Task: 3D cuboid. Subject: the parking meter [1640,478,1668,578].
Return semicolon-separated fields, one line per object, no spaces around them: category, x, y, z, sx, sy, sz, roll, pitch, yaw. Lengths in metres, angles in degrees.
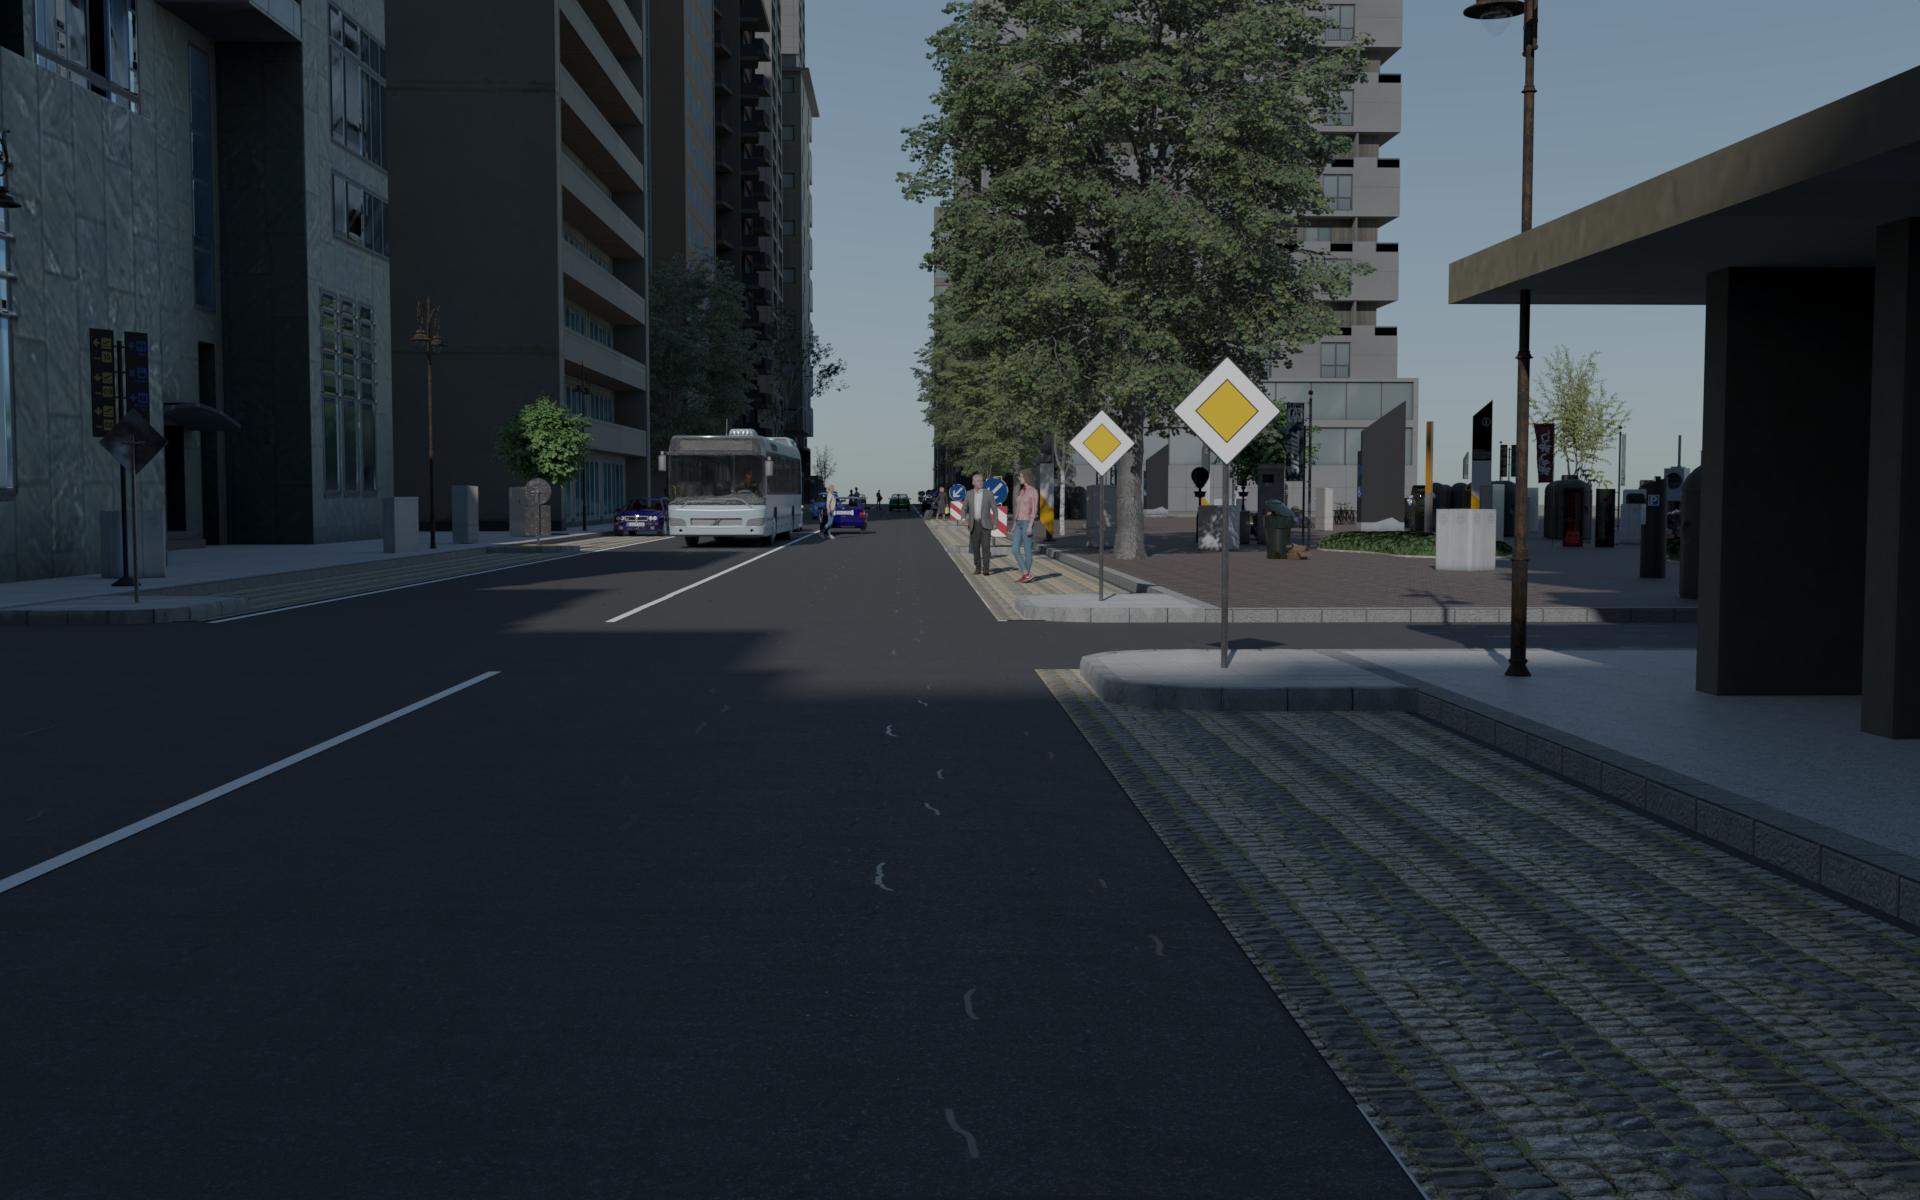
parking meter;10.640;-1.110;26.560;0.372;1.533;0.369;0;3;0

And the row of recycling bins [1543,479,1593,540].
row of recycling bins;17.386;-2.605;49.700;1.069;1.692;3.534;1;4;10

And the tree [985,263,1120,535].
tree;3.431;-6.341;54.038;4.360;8.622;3.978;0;3;0

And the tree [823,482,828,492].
tree;-20.022;-15.706;251.399;1.663;3.219;1.824;0;3;0

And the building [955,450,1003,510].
building;10.120;-43.283;145.922;20.563;71.187;20.611;0;4;-2

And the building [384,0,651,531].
building;-24.685;-27.189;68.237;21.300;48.544;21.600;0;4;-2

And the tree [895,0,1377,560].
tree;3.399;-7.787;33.976;9.857;13.997;8.962;0;3;0

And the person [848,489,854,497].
person;-7.089;-6.281;111.877;0.721;1.739;1.217;3;5;40

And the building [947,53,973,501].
building;6.276;-29.421;164.635;14.154;41.232;14.086;0;4;-2

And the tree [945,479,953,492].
tree;-0.628;-11.410;181.158;1.663;3.219;1.824;0;3;0

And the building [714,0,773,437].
building;-27.221;-29.910;143.655;22.147;44.769;28.867;0;4;-2

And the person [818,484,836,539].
person;-4.265;-2.844;55.679;0.598;1.740;0.731;-1;4;-18

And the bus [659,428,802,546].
bus;-6.464;-3.436;51.041;2.948;3.499;13.247;0;4;-1

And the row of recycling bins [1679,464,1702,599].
row of recycling bins;10.615;-0.843;20.894;3.534;1.692;1.069;1;4;16

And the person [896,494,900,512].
person;-4.901;-7.640;136.674;0.557;1.426;1.065;0;4;-7

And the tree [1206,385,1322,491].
tree;9.193;-4.218;52.676;4.285;4.588;4.351;0;3;0

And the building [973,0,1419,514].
building;14.813;-32.596;122.184;28.713;52.752;27.495;0;4;-2

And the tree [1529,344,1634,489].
tree;29.692;-8.189;84.245;4.737;8.622;4.395;0;3;0

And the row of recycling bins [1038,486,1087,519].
row of recycling bins;5.335;-5.076;90.112;1.069;1.692;3.534;-3;4;-36

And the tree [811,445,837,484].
tree;-20.207;-18.676;255.712;4.360;8.622;3.978;0;3;0

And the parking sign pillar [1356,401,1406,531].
parking sign pillar;12.239;-3.784;50.342;1.447;3.967;1.447;0;4;-7

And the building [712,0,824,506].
building;-29.227;-48.799;236.121;20.563;71.187;20.611;0;4;-2

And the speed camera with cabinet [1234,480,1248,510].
speed camera with cabinet;13.775;-5.546;85.017;0.660;3.252;2.038;0;4;7

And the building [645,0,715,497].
building;-22.188;-27.615;101.611;14.600;45.320;14.200;0;4;-2

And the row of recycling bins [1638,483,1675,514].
row of recycling bins;26.278;-3.425;63.106;1.069;1.692;3.534;-2;4;-34

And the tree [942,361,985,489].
tree;1.201;-8.555;90.238;4.360;8.622;3.978;0;3;0

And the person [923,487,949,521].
person;-1.220;-5.097;92.046;0.699;1.804;1.509;-3;5;-42

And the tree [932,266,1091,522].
tree;2.661;-9.808;78.480;7.486;12.596;7.792;0;3;0

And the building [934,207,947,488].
building;3.224;-34.533;248.215;14.154;41.232;14.086;0;4;-2

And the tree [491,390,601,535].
tree;-13.000;-4.334;54.577;4.285;4.588;4.351;0;3;0

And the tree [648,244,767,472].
tree;-14.825;-11.177;89.403;9.857;13.997;8.962;0;3;0

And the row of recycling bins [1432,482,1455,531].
row of recycling bins;18.152;-3.314;61.296;3.534;1.692;1.069;0;4;-6

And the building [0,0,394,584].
building;-25.249;-44.023;32.446;22.319;86.520;31.000;0;4;-2

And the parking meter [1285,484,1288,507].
parking meter;16.791;-5.145;89.839;0.255;1.863;0.399;-3;5;-43

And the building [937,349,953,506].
building;11.047;-23.347;226.758;27.650;21.520;28.899;0;4;-2

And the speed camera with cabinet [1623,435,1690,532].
speed camera with cabinet;23.437;-3.914;58.327;2.038;3.252;0.660;3;5;43

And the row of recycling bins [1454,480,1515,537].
row of recycling bins;16.441;-2.840;53.540;1.069;1.692;3.534;0;4;-1

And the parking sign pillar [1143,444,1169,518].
parking sign pillar;10.521;-6.395;93.024;1.447;3.967;1.447;-1;4;-21

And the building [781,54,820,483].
building;-32.018;-38.104;212.237;28.713;52.752;27.495;0;4;-2

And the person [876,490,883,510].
person;-7.291;-9.101;157.169;0.599;1.838;0.709;3;5;43

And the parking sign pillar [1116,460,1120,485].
parking sign pillar;7.910;-5.984;86.311;1.447;3.967;1.447;2;4;27

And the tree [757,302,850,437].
tree;-16.846;-19.117;168.447;12.611;20.169;13.585;0;3;0
